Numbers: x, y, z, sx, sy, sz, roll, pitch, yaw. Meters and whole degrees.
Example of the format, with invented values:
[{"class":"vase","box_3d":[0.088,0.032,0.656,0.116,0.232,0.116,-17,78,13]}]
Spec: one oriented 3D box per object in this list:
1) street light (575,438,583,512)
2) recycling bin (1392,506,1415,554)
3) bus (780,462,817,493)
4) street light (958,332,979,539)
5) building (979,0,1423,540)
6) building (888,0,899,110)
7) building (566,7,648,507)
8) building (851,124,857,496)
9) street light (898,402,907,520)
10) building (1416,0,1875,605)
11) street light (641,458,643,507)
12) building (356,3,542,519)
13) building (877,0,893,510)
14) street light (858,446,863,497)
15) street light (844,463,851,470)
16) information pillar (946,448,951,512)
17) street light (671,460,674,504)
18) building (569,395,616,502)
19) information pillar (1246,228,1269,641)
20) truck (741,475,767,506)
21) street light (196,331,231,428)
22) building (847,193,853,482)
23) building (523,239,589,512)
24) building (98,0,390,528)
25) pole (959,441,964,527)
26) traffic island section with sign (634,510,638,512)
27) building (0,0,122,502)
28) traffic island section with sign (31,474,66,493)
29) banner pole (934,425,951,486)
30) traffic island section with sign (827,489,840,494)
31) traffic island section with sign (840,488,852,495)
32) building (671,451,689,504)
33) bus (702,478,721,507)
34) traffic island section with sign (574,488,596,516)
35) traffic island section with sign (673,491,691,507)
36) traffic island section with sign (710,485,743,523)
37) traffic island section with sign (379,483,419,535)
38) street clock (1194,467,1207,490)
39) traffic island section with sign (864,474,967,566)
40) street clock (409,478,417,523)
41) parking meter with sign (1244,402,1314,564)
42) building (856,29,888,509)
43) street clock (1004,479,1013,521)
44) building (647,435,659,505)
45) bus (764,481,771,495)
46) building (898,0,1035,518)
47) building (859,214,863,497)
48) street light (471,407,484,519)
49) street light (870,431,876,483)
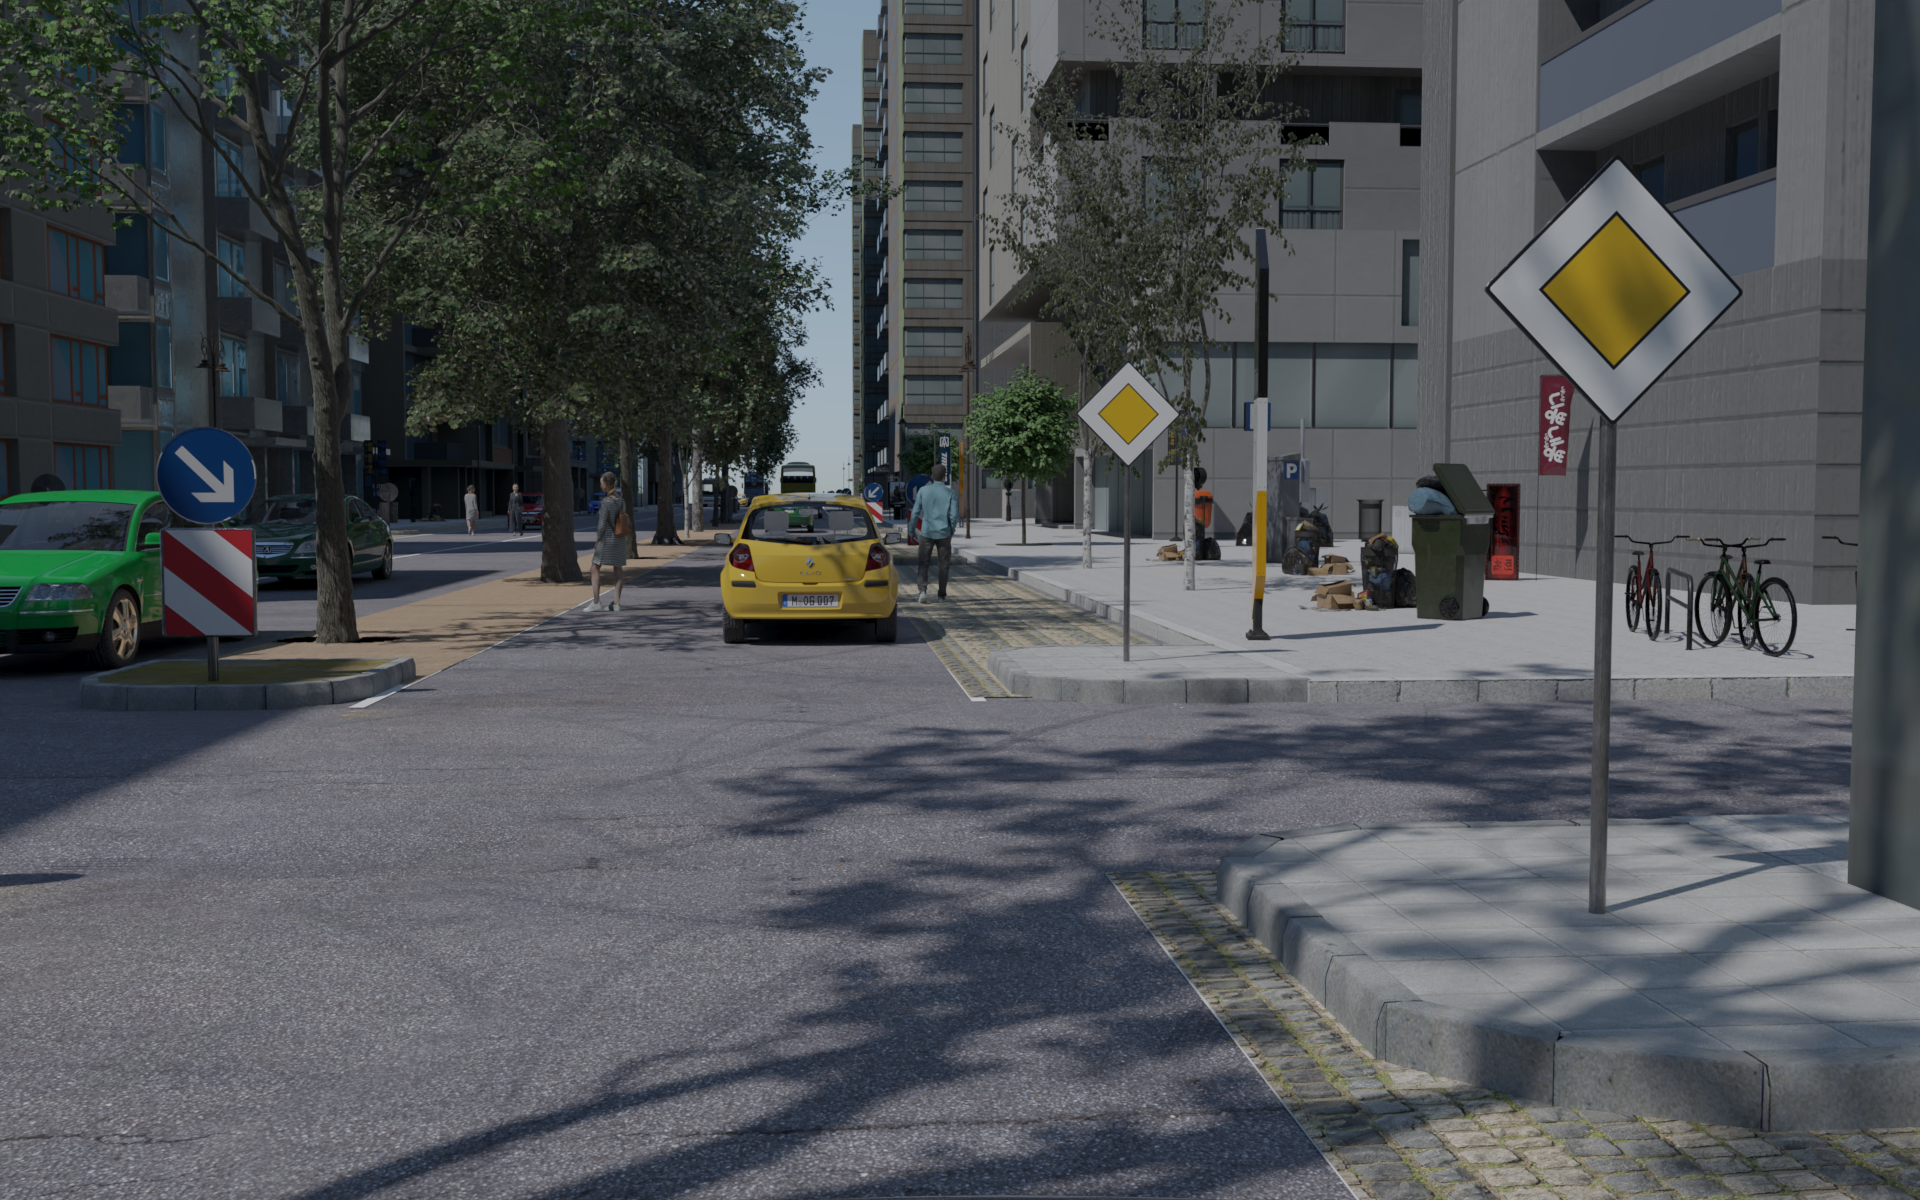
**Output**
[{"class":"street light","box_3d":[-27.679,-9.358,125.785,0.468,5.910,1.993,0,4,-5]},{"class":"recycling bin","box_3d":[9.781,-1.507,37.197,0.722,1.027,0.722,-3,4,-39]},{"class":"bus","box_3d":[-12.247,-8.537,131.129,2.896,3.916,12.252,0,4,-5]},{"class":"street light","box_3d":[0.233,-4.691,49.478,0.468,5.910,1.993,0,4,-5]},{"class":"building","box_3d":[15.276,-28.876,61.355,28.713,52.752,27.495,0,4,-5]},{"class":"building","box_3d":[2.570,-28.262,112.200,14.600,45.320,14.200,0,4,-5]},{"class":"building","box_3d":[-44.291,-53.240,183.147,22.319,86.520,31.000,0,4,-5]},{"class":"building","box_3d":[-5.161,-31.286,195.120,14.154,41.232,14.086,0,4,-5]},{"class":"street light","box_3d":[-2.893,-6.977,86.857,0.468,5.910,1.993,0,4,-5]},{"class":"building","box_3d":[23.414,-29.473,23.883,28.212,58.520,21.231,0,4,-5]},{"class":"street light","box_3d":[-31.645,-12.174,171.829,0.468,5.910,1.993,0,4,-5]},{"class":"building","box_3d":[-36.415,-27.199,99.331,22.147,44.769,28.867,0,4,-5]},{"class":"building","box_3d":[4.937,-31.533,135.165,23.786,49.044,30.456,0,4,-5]},{"class":"street light","box_3d":[-9.438,-11.685,163.838,0.468,5.910,1.993,0,4,-5]},{"class":"street light","box_3d":[-13.353,-14.406,208.326,0.468,5.910,1.993,0,4,-5]},{"class":"information pillar","box_3d":[-0.618,-5.026,73.534,0.504,3.616,0.183,1,4,22]},{"class":"street light","box_3d":[-34.766,-14.468,209.335,0.468,5.910,1.993,0,4,-5]},{"class":"building","box_3d":[-46.187,-27.781,146.103,32.217,40.220,23.993,0,4,-5]},{"class":"information pillar","box_3d":[2.626,-1.455,15.147,0.183,3.616,0.504,0,4,5]},{"class":"truck","box_3d":[-25.344,-13.746,214.500,2.967,4.110,18.799,0,4,-6]},{"class":"street light","box_3d":[-21.155,-4.674,49.203,0.468,5.910,1.993,0,4,-5]},{"class":"building","box_3d":[-3.190,-37.474,232.307,23.786,49.044,30.456,0,4,-5]},{"class":"building","box_3d":[-37.832,-41.901,123.340,20.563,71.187,20.611,0,4,-5]},{"class":"building","box_3d":[-36.605,-27.350,66.773,23.786,49.044,30.456,0,4,-5]},{"class":"pole","box_3d":[0.053,-4.453,66.650,0.158,3.312,0.155,0,3,0]},{"class":"traffic island section with sign","box_3d":[-26.681,-7.909,137.941,1.989,1.847,2.006,0,4,-5]},{"class":"building","box_3d":[-33.703,-11.170,27.667,27.650,21.520,28.899,0,4,-5]},{"class":"traffic island section with sign","box_3d":[-17.796,-1.517,33.428,1.989,1.847,2.006,0,4,-5]},{"class":"banner pole","box_3d":[-0.701,-4.456,62.879,0.863,3.779,0.401,2,4,31]},{"class":"traffic island section with sign","box_3d":[-9.803,-8.007,139.549,1.989,1.847,2.006,0,4,-5]},{"class":"traffic island section with sign","box_3d":[-3.259,-3.317,62.854,1.989,1.847,2.006,0,4,-5]},{"class":"building","box_3d":[-44.739,-33.797,236.183,14.154,41.232,14.086,0,4,-5]},{"class":"bus","box_3d":[-27.544,-12.070,192.211,2.948,3.499,13.247,0,4,-6]},{"class":"traffic island section with sign","box_3d":[-24.403,-6.266,111.082,1.989,1.847,2.006,0,4,-5]},{"class":"traffic island section with sign","box_3d":[-31.446,-11.324,193.773,1.989,1.847,2.006,0,4,-5]},{"class":"traffic island section with sign","box_3d":[-11.544,-4.839,87.261,2.006,1.907,1.989,0,4,-5]},{"class":"traffic island section with sign","box_3d":[-20.109,-3.186,60.726,1.989,1.847,2.006,0,4,-5]},{"class":"street clock","box_3d":[6.462,-2.595,47.001,0.358,2.002,0.471,-2,4,-32]},{"class":"traffic island section with sign","box_3d":[-0.924,-1.638,35.413,1.989,1.847,2.006,0,4,-5]},{"class":"street clock","box_3d":[-24.684,-4.499,78.130,0.358,2.002,0.471,-2,4,-31]},{"class":"parking meter with sign","box_3d":[5.954,-2.196,32.164,0.543,3.016,1.738,-1,4,-22]},{"class":"building","box_3d":[-1.885,-28.963,157.134,14.154,41.232,14.086,0,4,-5]},{"class":"street clock","box_3d":[2.287,-4.704,81.486,0.358,2.002,0.471,3,4,37]},{"class":"building","box_3d":[-43.045,-34.111,207.822,14.600,45.320,14.200,0,4,-5]},{"class":"bus","box_3d":[-27.524,-14.924,238.863,2.948,3.499,13.247,0,4,-5]},{"class":"building","box_3d":[3.474,-25.313,97.456,14.154,41.232,14.086,0,4,-5]},{"class":"building","box_3d":[-3.500,-25.042,181.142,14.160,30.474,14.107,0,4,-5]},{"class":"street light","box_3d":[-24.483,-7.049,88.041,0.468,5.910,1.993,0,4,-5]},{"class":"street light","box_3d":[-6.317,-9.399,126.459,0.468,5.910,1.993,0,4,-5]}]
